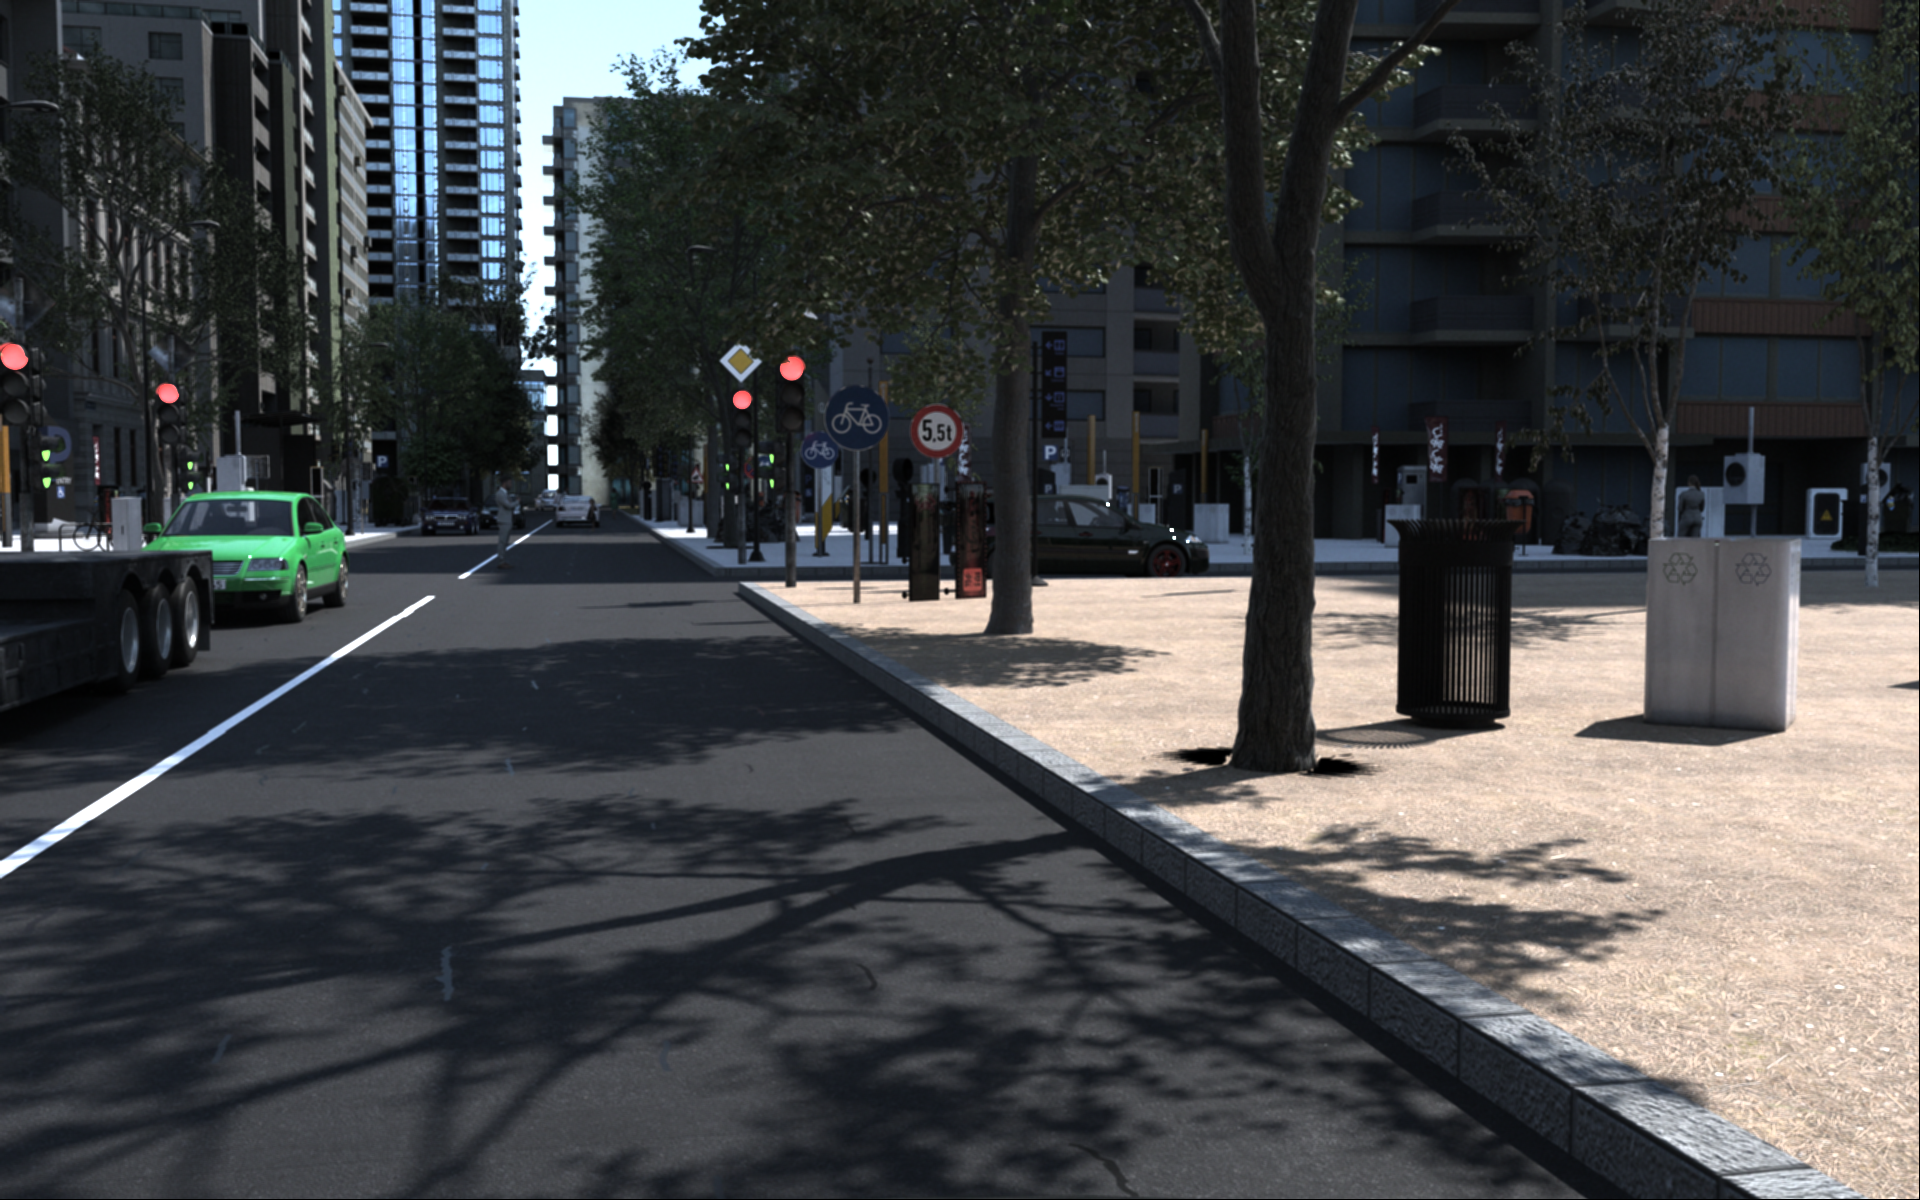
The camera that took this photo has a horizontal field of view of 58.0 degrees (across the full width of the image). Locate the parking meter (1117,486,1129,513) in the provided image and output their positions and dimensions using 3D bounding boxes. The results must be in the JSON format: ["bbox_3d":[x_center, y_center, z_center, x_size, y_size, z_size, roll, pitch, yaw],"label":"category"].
[{"bbox_3d":[4.857,-2.642,51.603,0.372,1.533,0.369,0,3,0],"label":"parking meter"}]

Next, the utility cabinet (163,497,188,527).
[{"bbox_3d":[-15.437,-1.447,34.824,1.020,1.237,0.306,0,4,-2],"label":"utility cabinet"}]

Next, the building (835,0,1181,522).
[{"bbox_3d":[1.963,-33.781,94.323,21.231,58.520,28.212,-1,4,-12],"label":"building"}]

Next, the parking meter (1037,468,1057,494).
[{"bbox_3d":[1.957,-2.047,39.179,0.399,1.863,0.255,-1,4,-22],"label":"parking meter"}]

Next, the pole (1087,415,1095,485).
[{"bbox_3d":[3.385,-3.110,44.690,0.158,3.312,0.155,0,3,0],"label":"pole"}]

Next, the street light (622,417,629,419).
[{"bbox_3d":[-19.747,-8.106,105.079,1.470,5.913,1.316,-1,4,-12],"label":"street light"}]

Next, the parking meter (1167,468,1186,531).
[{"bbox_3d":[4.901,-2.055,39.306,0.399,1.863,0.255,0,4,-1],"label":"parking meter"}]

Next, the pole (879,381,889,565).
[{"bbox_3d":[-1.379,-2.292,31.321,0.158,3.312,0.155,0,3,0],"label":"pole"}]

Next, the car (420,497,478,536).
[{"bbox_3d":[-17.877,-2.944,60.716,1.945,1.354,3.894,-1,4,-12],"label":"car"}]

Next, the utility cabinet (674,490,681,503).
[{"bbox_3d":[-16.428,-5.627,100.681,0.318,1.500,1.173,-1,4,-16],"label":"utility cabinet"}]

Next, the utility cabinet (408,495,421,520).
[{"bbox_3d":[-31.142,-5.336,98.406,1.020,1.237,0.306,1,4,16],"label":"utility cabinet"}]

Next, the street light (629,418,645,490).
[{"bbox_3d":[-14.621,-6.652,81.294,1.470,5.913,1.316,-1,4,-12],"label":"street light"}]

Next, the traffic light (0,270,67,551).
[{"bbox_3d":[-11.752,-2.010,21.778,0.839,4.253,0.868,-1,4,-12],"label":"traffic light"}]

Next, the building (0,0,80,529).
[{"bbox_3d":[-37.734,-14.150,50.411,14.314,24.678,30.058,-1,4,-12],"label":"building"}]

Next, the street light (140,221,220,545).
[{"bbox_3d":[-13.284,-3.484,29.507,1.470,5.913,1.316,-1,4,-12],"label":"street light"}]

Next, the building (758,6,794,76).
[{"bbox_3d":[-6.949,-32.942,158.206,23.786,49.044,30.456,-1,4,-12],"label":"building"}]

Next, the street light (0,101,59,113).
[{"bbox_3d":[-11.355,-2.935,20.531,1.470,5.913,1.316,-1,4,-12],"label":"street light"}]

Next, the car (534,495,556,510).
[{"bbox_3d":[-37.211,-8.767,155.699,2.083,1.381,4.827,-1,4,-13],"label":"car"}]

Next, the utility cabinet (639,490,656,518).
[{"bbox_3d":[-16.617,-5.157,93.002,1.173,1.500,0.318,1,4,22],"label":"utility cabinet"}]

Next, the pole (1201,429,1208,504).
[{"bbox_3d":[7.684,-3.707,54.461,0.158,3.312,0.155,0,3,0],"label":"pole"}]

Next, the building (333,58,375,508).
[{"bbox_3d":[-62.992,-27.810,146.569,23.993,40.220,32.217,-1,4,-12],"label":"building"}]

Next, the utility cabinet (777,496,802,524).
[{"bbox_3d":[-7.213,-3.792,73.166,1.020,1.237,0.306,-1,4,-17],"label":"utility cabinet"}]

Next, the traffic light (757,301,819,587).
[{"bbox_3d":[-2.352,-2.132,23.779,0.839,4.253,0.868,-1,4,-12],"label":"traffic light"}]

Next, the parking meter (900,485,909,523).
[{"bbox_3d":[-1.218,-1.970,40.625,0.372,1.533,0.369,0,3,0],"label":"parking meter"}]

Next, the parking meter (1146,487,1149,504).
[{"bbox_3d":[6.479,-3.064,58.515,0.372,1.533,0.369,0,3,0],"label":"parking meter"}]

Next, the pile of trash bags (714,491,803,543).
[{"bbox_3d":[-5.189,-2.279,47.011,1.912,1.369,3.447,1,4,20],"label":"pile of trash bags"}]

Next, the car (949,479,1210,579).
[{"bbox_3d":[1.920,-1.113,27.981,4.222,1.686,2.009,-1,4,-11],"label":"car"}]

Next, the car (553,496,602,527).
[{"bbox_3d":[-16.752,-3.886,75.898,2.083,1.381,4.827,-1,4,-12],"label":"car"}]

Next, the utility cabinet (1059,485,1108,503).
[{"bbox_3d":[3.025,-2.065,42.436,1.173,1.500,0.318,0,4,-5],"label":"utility cabinet"}]

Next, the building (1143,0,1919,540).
[{"bbox_3d":[21.307,-24.748,59.259,28.867,44.769,22.147,-1,4,-12],"label":"building"}]

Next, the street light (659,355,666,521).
[{"bbox_3d":[-9.437,-5.167,57.020,1.470,5.913,1.316,-1,4,-12],"label":"street light"}]

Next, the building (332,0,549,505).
[{"bbox_3d":[-64.646,-54.402,202.140,31.000,86.520,22.319,-1,4,-12],"label":"building"}]

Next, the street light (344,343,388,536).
[{"bbox_3d":[-18.285,-4.940,53.317,1.470,5.913,1.316,-1,4,-12],"label":"street light"}]

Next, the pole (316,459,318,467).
[{"bbox_3d":[-37.674,-6.577,101.378,0.158,3.312,0.155,0,3,0],"label":"pole"}]

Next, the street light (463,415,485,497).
[{"bbox_3d":[-28.483,-7.878,101.351,1.470,5.913,1.316,-1,4,-12],"label":"street light"}]

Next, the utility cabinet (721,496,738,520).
[{"bbox_3d":[-8.666,-3.295,65.028,0.306,1.237,1.020,1,4,13],"label":"utility cabinet"}]

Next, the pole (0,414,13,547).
[{"bbox_3d":[-22.932,-2.920,41.588,0.158,3.312,0.155,0,3,0],"label":"pole"}]

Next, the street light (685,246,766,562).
[{"bbox_3d":[-4.401,-3.678,32.678,1.470,5.913,1.316,-1,4,-12],"label":"street light"}]

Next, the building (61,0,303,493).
[{"bbox_3d":[-48.981,-20.447,106.012,14.160,30.474,14.107,-1,4,-12],"label":"building"}]

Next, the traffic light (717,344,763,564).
[{"bbox_3d":[-4.008,-2.610,31.591,0.839,4.253,0.868,-1,4,-12],"label":"traffic light"}]

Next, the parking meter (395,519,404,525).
[{"bbox_3d":[-23.107,-3.849,71.341,0.372,1.533,0.369,0,3,0],"label":"parking meter"}]

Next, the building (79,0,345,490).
[{"bbox_3d":[-51.238,-26.666,119.589,14.154,41.232,14.086,-1,4,-12],"label":"building"}]

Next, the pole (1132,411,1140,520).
[{"bbox_3d":[4.329,-2.989,42.713,0.158,3.312,0.155,0,3,0],"label":"pole"}]

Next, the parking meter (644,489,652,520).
[{"bbox_3d":[-15.421,-4.716,85.522,0.372,1.533,0.369,0,3,0],"label":"parking meter"}]

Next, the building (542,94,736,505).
[{"bbox_3d":[-34.685,-36.116,210.110,30.456,49.044,23.786,-1,4,-12],"label":"building"}]

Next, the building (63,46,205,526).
[{"bbox_3d":[-41.595,-14.716,76.760,11.583,22.565,21.152,-1,4,-12],"label":"building"}]

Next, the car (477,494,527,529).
[{"bbox_3d":[-18.983,-3.799,71.905,2.009,1.686,4.222,-1,4,-12],"label":"car"}]

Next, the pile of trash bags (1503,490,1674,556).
[{"bbox_3d":[13.087,-1.626,36.334,3.447,1.369,1.912,0,4,-6],"label":"pile of trash bags"}]

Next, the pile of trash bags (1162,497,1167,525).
[{"bbox_3d":[9.718,-3.842,72.570,3.447,1.369,1.912,2,4,28],"label":"pile of trash bags"}]

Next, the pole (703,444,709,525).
[{"bbox_3d":[-10.354,-4.700,70.695,0.158,3.312,0.155,0,3,0],"label":"pole"}]

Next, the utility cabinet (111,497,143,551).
[{"bbox_3d":[-16.949,-1.472,35.223,0.306,1.237,1.020,-3,5,-42],"label":"utility cabinet"}]

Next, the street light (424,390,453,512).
[{"bbox_3d":[-23.379,-6.423,77.562,1.470,5.913,1.316,-1,4,-12],"label":"street light"}]

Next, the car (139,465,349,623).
[{"bbox_3d":[-8.458,-0.718,20.538,1.959,1.807,4.718,-1,4,-10],"label":"car"}]

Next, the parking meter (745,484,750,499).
[{"bbox_3d":[-12.159,-5.709,99.056,0.255,1.863,0.399,-1,4,-9],"label":"parking meter"}]

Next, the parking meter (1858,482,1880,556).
[{"bbox_3d":[18.892,-1.687,35.992,0.372,1.533,0.369,0,3,0],"label":"parking meter"}]

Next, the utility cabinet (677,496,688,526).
[{"bbox_3d":[-11.270,-3.627,70.455,0.306,1.237,1.020,-1,4,-19],"label":"utility cabinet"}]

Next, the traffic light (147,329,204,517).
[{"bbox_3d":[-13.408,-2.487,29.591,0.839,4.253,0.868,-1,4,-12],"label":"traffic light"}]
